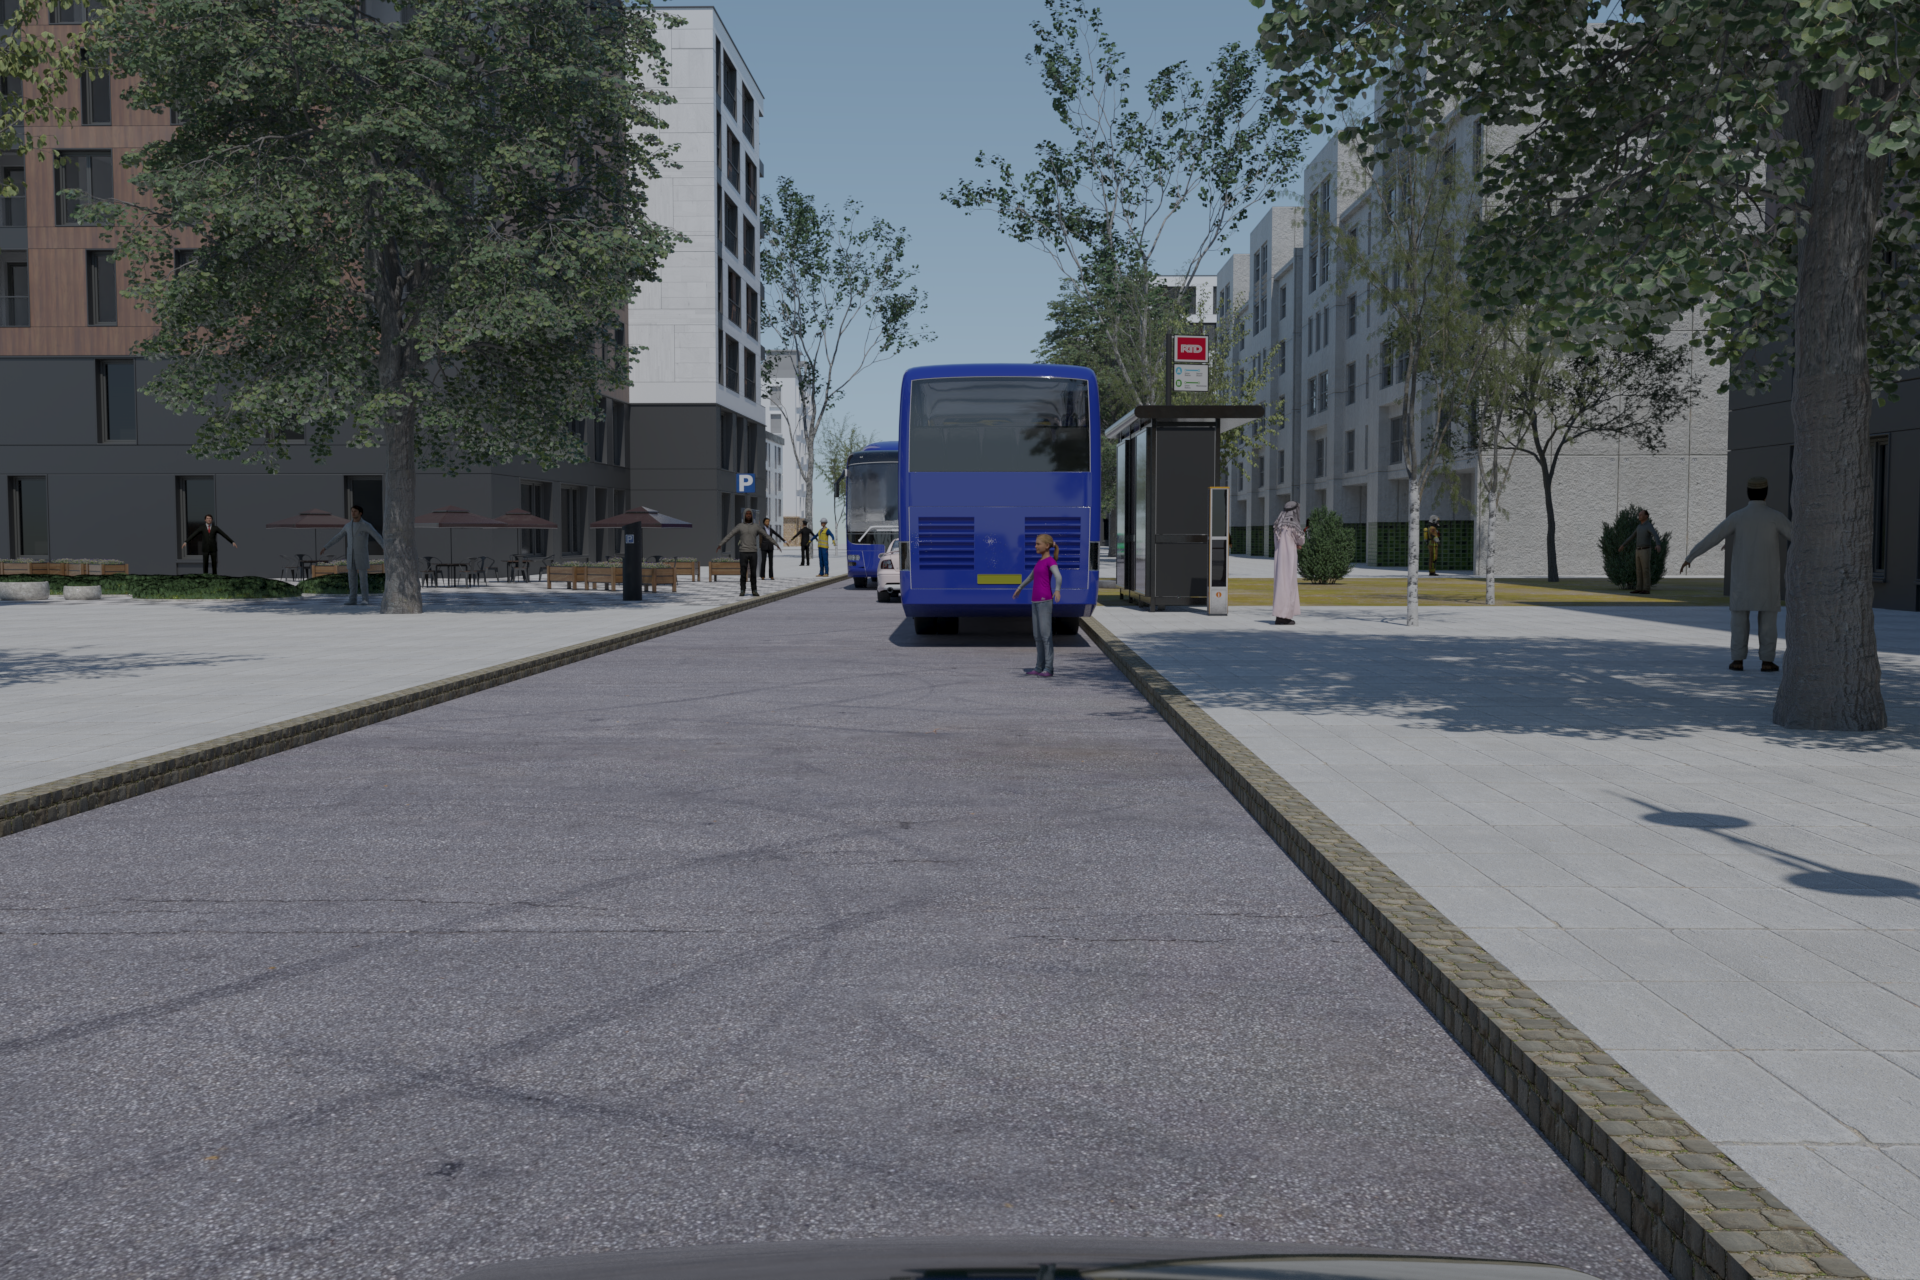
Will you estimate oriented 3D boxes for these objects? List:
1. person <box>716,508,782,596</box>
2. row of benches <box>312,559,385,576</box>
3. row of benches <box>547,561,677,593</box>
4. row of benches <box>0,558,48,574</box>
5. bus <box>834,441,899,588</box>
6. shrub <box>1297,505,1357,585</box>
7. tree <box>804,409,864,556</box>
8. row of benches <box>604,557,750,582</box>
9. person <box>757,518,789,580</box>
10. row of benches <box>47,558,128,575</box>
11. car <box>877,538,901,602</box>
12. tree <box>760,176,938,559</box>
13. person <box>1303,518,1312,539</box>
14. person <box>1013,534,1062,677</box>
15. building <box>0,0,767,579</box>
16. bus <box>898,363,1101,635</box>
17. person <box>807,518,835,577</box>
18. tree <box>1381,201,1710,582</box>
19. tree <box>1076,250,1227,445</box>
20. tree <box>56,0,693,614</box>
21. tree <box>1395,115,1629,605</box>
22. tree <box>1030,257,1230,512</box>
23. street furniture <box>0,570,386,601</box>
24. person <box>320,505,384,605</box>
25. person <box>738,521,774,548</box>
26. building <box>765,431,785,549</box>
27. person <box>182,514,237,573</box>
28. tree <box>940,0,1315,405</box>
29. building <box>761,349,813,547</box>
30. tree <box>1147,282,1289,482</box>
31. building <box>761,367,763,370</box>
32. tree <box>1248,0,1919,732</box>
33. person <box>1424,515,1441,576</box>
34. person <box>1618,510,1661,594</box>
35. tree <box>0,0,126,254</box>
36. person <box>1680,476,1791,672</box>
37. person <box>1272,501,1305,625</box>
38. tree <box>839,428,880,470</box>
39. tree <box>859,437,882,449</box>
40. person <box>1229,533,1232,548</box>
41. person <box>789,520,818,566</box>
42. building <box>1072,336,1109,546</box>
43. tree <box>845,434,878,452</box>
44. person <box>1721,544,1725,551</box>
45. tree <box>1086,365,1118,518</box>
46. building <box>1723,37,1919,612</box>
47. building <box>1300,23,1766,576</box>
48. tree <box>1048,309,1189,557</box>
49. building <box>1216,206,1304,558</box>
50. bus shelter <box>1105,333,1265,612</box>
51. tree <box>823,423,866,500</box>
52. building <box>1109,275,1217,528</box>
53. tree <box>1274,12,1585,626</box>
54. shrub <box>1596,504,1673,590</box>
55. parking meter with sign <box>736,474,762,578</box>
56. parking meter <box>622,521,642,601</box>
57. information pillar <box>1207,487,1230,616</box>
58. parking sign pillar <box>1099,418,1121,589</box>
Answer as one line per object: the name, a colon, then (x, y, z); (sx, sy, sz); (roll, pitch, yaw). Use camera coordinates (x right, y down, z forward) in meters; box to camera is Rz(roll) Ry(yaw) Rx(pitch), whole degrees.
person: (-4.350, -1.805, 35.648); (1.348, 1.813, 0.705); (-1, 4, -13)
row of benches: (-14.729, -1.676, 42.869); (1.422, 0.672, 4.104); (0, 4, 7)
row of benches: (-7.857, -1.448, 39.130); (4.104, 0.672, 1.422); (3, 5, 42)
row of benches: (-25.698, -1.845, 45.636); (4.104, 0.672, 1.422); (1, 4, 23)
bus: (-1.573, -3.536, 49.366); (2.896, 3.916, 12.251); (0, 4, 1)
shrub: (9.244, -2.449, 44.086); (1.661, 2.075, 1.752); (0, 3, 0)
tree: (-7.548, -9.317, 102.693); (4.360, 8.622, 3.978); (0, 3, 0)
row of benches: (-7.659, -1.903, 46.576); (4.104, 0.672, 1.422); (0, 4, 6)
person: (-5.346, -2.538, 48.224); (1.216, 1.740, 0.721); (-2, 4, -24)
row of benches: (-22.009, -1.728, 43.717); (1.422, 0.672, 4.104); (-3, 5, -45)
car: (-0.782, -1.558, 37.842); (2.083, 1.381, 4.827); (0, 4, 2)
tree: (-7.469, -14.347, 90.465); (12.611, 20.169, 13.585); (0, 3, 0)
person: (11.537, -3.104, 56.902); (1.345, 1.843, 0.704); (2, 4, 32)
person: (0.781, -0.348, 17.414); (0.599, 1.433, 0.991); (-2, 4, -23)
building: (-23.510, -13.558, 65.652); (27.936, 21.610, 32.646); (0, 4, 2)
bus: (0.555, -2.201, 27.530); (2.896, 3.916, 12.251); (0, 4, 1)
person: (-4.143, -2.776, 51.844); (1.216, 1.772, 0.721); (3, 5, 43)
tree: (15.907, -6.858, 46.542); (8.767, 10.594, 7.601); (-1, 4, -9)
tree: (4.758, -5.843, 45.898); (4.360, 8.622, 3.978); (0, 3, 0)
tree: (-8.949, -7.403, 27.696); (9.857, 13.997, 8.962); (0, 3, 0)
tree: (9.426, -4.951, 31.312); (4.360, 8.622, 3.978); (0, 3, 0)
tree: (7.772, -10.553, 79.204); (9.857, 13.997, 8.962); (0, 3, 0)
street furniture: (-16.608, -1.227, 35.682); (10.072, 0.657, 5.734); (0, 4, -4)
person: (-10.911, -1.538, 31.326); (1.347, 1.806, 0.705); (1, 4, 11)
person: (-6.851, -3.206, 58.561); (1.346, 1.812, 0.704); (-1, 4, -17)
building: (-19.948, -12.856, 152.335); (9.099, 9.664, 28.070); (0, 4, 1)
person: (-19.945, -2.437, 46.033); (1.347, 1.806, 0.705); (-2, 4, -26)
tree: (5.455, -12.664, 62.941); (12.611, 20.169, 13.585); (0, 3, 0)
building: (-21.629, -19.712, 178.708); (16.016, 20.090, 11.380); (0, 4, 2)
tree: (7.478, -6.194, 51.641); (4.737, 8.622, 4.395); (0, 3, 0)
building: (-24.786, -20.844, 197.219); (16.016, 20.090, 11.380); (0, 4, 1)
tree: (5.807, -6.385, 11.045); (9.857, 13.997, 8.962); (0, 3, 0)
person: (14.502, -2.886, 52.954); (0.705, 1.858, 1.354); (1, 4, 8)
person: (14.598, -1.883, 37.063); (0.705, 1.796, 1.348); (-1, 4, -15)
tree: (-8.887, -3.831, 12.997); (4.737, 8.622, 4.395); (0, 3, 0)
person: (7.457, -0.620, 16.232); (1.344, 1.819, 0.704); (2, 4, 30)
person: (4.651, -1.087, 24.489); (0.621, 1.740, 0.551); (-3, 4, -37)
tree: (-6.789, -10.360, 119.748); (4.360, 8.622, 3.978); (0, 3, 0)
tree: (-6.859, -11.151, 132.676); (4.737, 8.622, 4.395); (0, 3, 0)
person: (6.886, -2.444, 46.186); (0.704, 1.802, 1.346); (3, 5, 44)
person: (-6.236, -3.893, 69.582); (1.347, 1.837, 0.705); (-2, 4, -33)
building: (25.820, -21.473, 195.065); (27.936, 21.610, 32.646); (0, 4, 1)
tree: (-7.119, -10.763, 126.338); (4.360, 8.622, 3.978); (0, 3, 0)
person: (17.860, -2.032, 39.357); (1.347, 1.817, 0.704); (-2, 4, -25)
tree: (7.927, -11.694, 109.320); (7.486, 12.596, 7.792); (0, 3, 0)
building: (26.019, -10.708, 19.051); (27.936, 21.610, 32.646); (0, 4, 2)
building: (24.720, -12.370, 68.700); (16.747, 18.905, 31.486); (0, 4, 1)
tree: (8.544, -11.548, 95.465); (9.857, 13.997, 8.962); (0, 3, 0)
building: (25.399, -14.409, 102.046); (16.747, 18.905, 31.486); (0, 4, 1)
bus shelter: (3.924, -3.352, 32.435); (2.179, 5.291, 8.768); (0, 4, 0)
tree: (-7.059, -10.001, 113.873); (4.737, 8.622, 4.395); (0, 3, 0)
building: (26.979, -18.897, 152.947); (27.936, 21.610, 32.646); (0, 4, 1)
tree: (6.093, -4.502, 23.978); (4.360, 8.622, 3.978); (0, 3, 0)
shrub: (15.589, -2.179, 40.047); (1.690, 2.028, 1.600); (0, 3, 0)
parking meter with sign: (-6.126, -3.337, 50.816); (0.543, 3.016, 1.738); (0, 4, 3)
parking meter: (-6.337, -1.533, 33.470); (0.372, 1.533, 0.369); (0, 3, 0)
information pillar: (4.044, -1.385, 27.143); (0.304, 2.012, 0.304); (0, 4, 1)
parking sign pillar: (3.952, -3.216, 41.057); (1.447, 3.967, 1.447); (0, 4, 2)
